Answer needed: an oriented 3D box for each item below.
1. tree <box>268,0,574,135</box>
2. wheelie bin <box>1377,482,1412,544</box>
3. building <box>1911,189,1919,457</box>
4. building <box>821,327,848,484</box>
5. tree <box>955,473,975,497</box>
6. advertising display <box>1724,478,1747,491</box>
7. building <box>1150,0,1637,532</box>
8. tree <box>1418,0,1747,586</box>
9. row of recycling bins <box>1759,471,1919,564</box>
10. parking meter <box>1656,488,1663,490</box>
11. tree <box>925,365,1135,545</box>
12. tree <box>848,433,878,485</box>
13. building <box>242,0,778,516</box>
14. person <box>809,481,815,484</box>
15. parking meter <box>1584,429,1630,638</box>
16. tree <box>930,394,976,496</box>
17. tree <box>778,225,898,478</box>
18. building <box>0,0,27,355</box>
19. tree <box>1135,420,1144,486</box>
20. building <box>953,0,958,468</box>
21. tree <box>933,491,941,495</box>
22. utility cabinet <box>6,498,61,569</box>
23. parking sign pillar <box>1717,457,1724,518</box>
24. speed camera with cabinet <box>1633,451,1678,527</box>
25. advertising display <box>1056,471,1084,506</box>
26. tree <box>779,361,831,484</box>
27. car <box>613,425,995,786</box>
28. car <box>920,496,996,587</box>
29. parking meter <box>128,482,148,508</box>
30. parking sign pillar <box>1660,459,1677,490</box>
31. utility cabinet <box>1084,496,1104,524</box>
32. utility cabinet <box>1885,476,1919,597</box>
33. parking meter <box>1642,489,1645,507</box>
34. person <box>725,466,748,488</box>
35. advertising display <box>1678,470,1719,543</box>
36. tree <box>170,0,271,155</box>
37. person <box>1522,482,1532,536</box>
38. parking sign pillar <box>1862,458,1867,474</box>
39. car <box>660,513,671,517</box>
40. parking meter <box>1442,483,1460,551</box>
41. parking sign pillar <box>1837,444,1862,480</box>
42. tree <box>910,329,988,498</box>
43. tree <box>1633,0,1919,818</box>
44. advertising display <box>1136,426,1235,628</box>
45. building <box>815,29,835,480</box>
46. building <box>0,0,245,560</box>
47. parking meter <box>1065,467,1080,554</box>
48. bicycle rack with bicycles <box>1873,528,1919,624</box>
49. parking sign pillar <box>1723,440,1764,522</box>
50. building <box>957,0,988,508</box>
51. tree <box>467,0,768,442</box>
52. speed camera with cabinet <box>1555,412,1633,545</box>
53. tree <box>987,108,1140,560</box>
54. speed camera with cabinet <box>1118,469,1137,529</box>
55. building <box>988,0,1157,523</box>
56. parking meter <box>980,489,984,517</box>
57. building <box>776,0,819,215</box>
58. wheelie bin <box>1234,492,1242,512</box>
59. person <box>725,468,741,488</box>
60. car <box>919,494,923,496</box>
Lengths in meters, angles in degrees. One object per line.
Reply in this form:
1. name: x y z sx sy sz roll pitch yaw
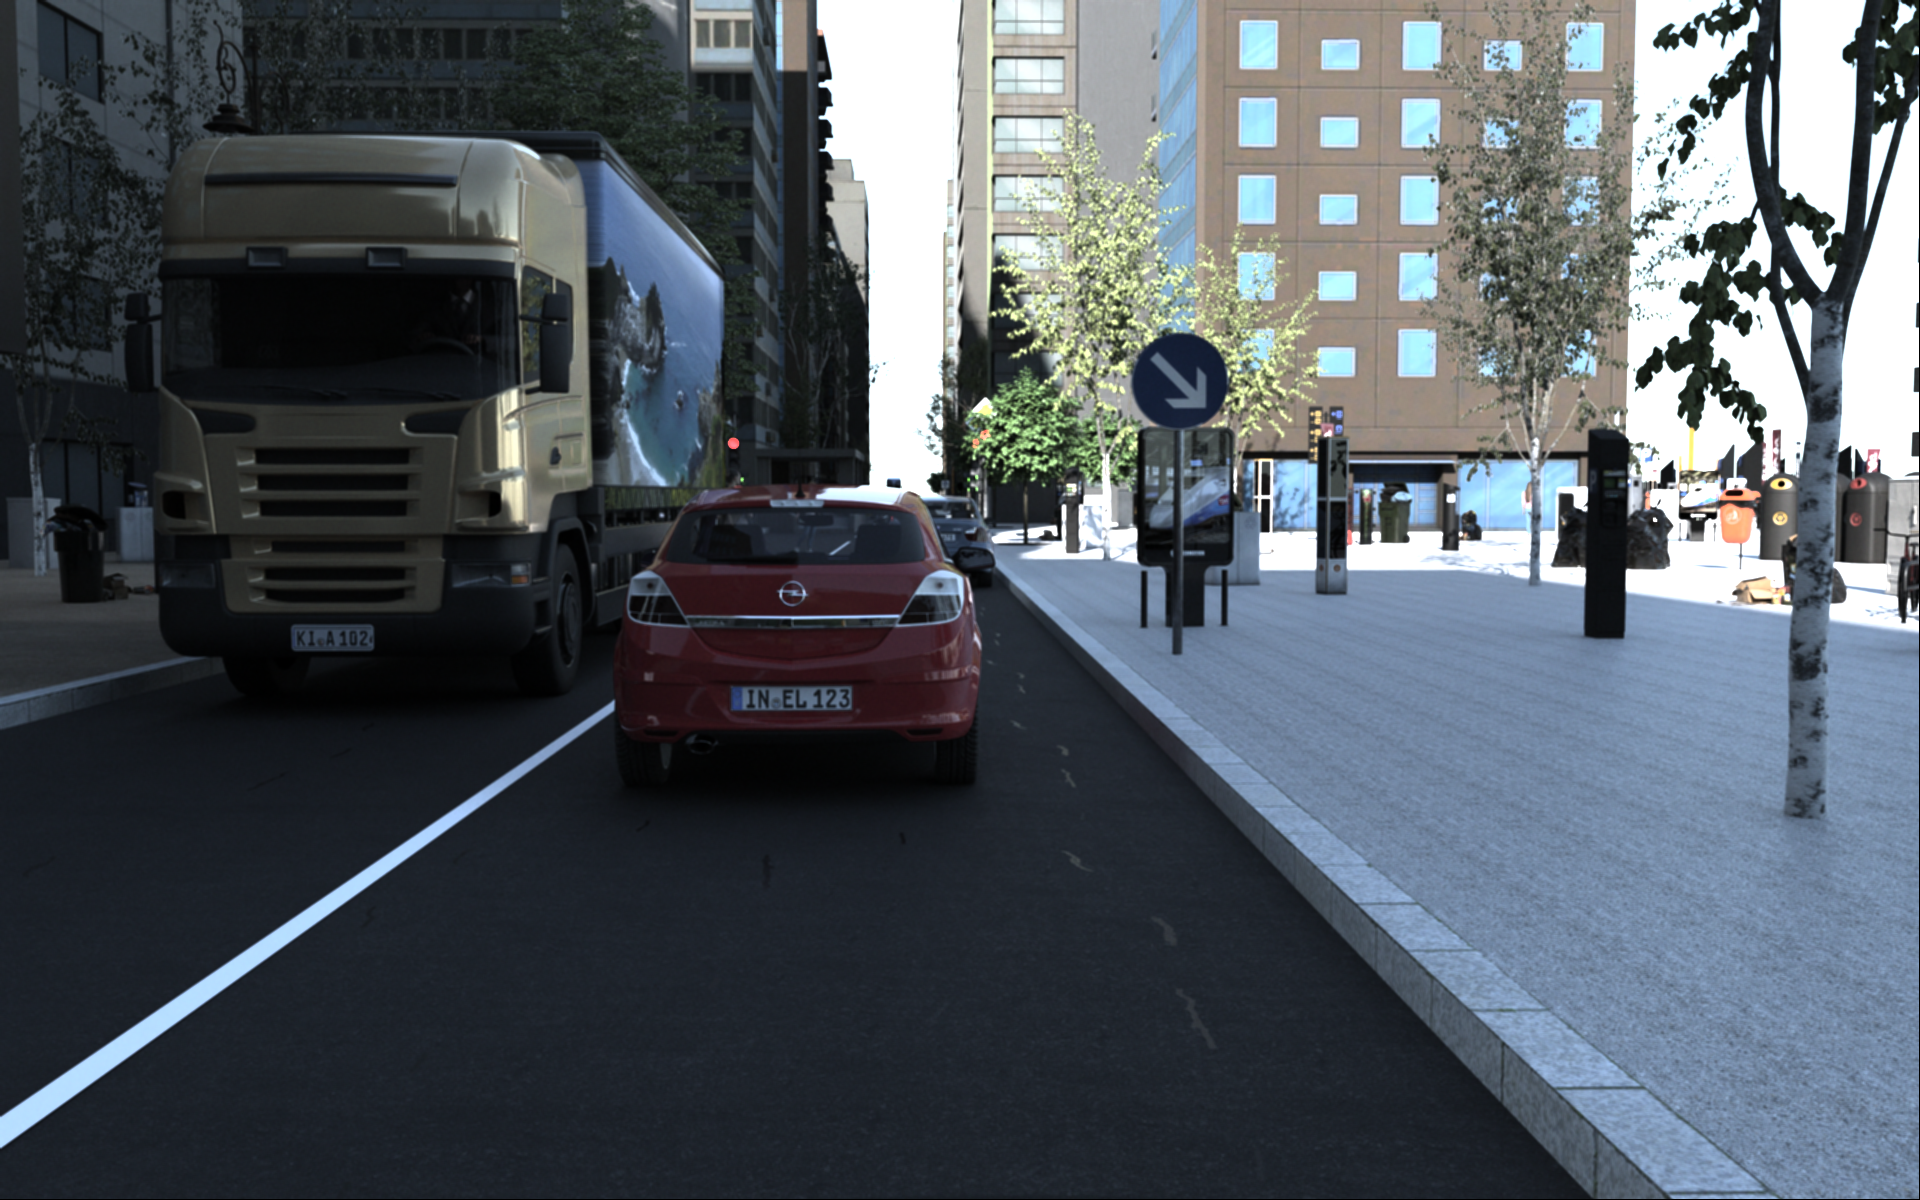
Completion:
1. tree: -7.533 -4.695 27.129 4.360 8.622 3.978 0 3 0
2. wheelie bin: 11.268 -2.260 44.866 0.693 1.594 0.980 -3 5 -43
3. building: 52.382 -27.286 69.835 21.600 48.544 21.300 0 4 -1
4. building: -26.725 -21.149 190.825 27.650 21.520 28.899 0 4 -1
5. tree: 0.116 -8.651 136.044 1.663 3.219 1.824 0 3 0
6. advertising display: 30.727 -3.879 68.635 0.974 1.923 0.123 -1 4 -16
7. building: 14.982 -25.273 63.318 14.200 45.320 14.600 0 4 -1
8. tree: 8.105 -4.491 23.796 4.360 8.622 3.978 0 3 0
9. row of recycling bins: 16.602 -1.545 32.372 1.069 1.692 3.534 -2 4 -29
10. parking meter: 29.327 -3.940 72.836 0.372 1.533 0.369 0 3 0
11. tree: 1.758 -3.677 43.841 4.285 4.588 4.351 0 3 0
12. tree: -11.839 -15.811 208.866 4.360 8.622 3.978 0 3 0
13. building: -20.196 -23.112 69.764 32.217 40.220 23.993 0 4 -1
14. person: -3.674 -1.942 40.924 0.598 1.740 0.731 2 4 28
15. parking meter: 5.776 -0.597 15.469 0.255 1.863 0.399 0 4 1
16. tree: -0.180 -10.672 124.846 4.360 8.622 3.978 0 3 0
17. tree: -10.956 -16.433 124.575 12.611 20.169 13.585 0 3 0
18. building: -16.240 -21.962 9.194 14.600 45.320 14.200 0 4 -1
19. tree: 5.300 -4.743 61.259 4.285 4.588 4.351 0 3 0
20. building: 9.775 -39.862 193.749 21.231 58.520 28.212 0 4 -1
21. tree: -3.280 -15.088 241.293 1.663 3.219 1.824 0 3 0
22. utility cabinet: -16.048 -1.155 30.049 1.020 1.237 0.306 2 4 25
23. parking sign pillar: 40.631 -6.328 91.937 1.447 3.967 1.447 -3 5 -43
24. speed camera with cabinet: 27.328 -4.542 68.596 2.038 3.252 0.660 1 4 15
25. advertising display: 3.098 -2.665 48.793 0.123 1.923 0.974 -3 5 -43
26. tree: -9.207 -8.944 96.595 4.737 8.622 4.395 0 3 0
27. car: -0.844 -0.060 10.022 2.155 1.783 4.494 0 4 -2
28. car: -0.399 -0.980 28.028 2.014 1.417 4.499 0 4 -2
29. parking meter: -17.207 -1.705 36.280 0.372 1.533 0.369 0 3 0
30. parking sign pillar: 54.278 -8.826 132.771 1.447 3.967 1.447 -1 4 -22
31. utility cabinet: 5.668 -3.826 73.721 1.020 1.237 0.306 0 4 4
32. utility cabinet: 11.799 -0.769 21.256 0.318 1.500 1.173 0 4 3
33. parking meter: 33.912 -4.762 86.271 0.372 1.533 0.369 0 3 0
34. person: -3.734 -1.294 29.022 0.648 1.900 0.474 -3 5 -42
35. advertising display: 19.580 -2.491 45.940 0.974 1.923 0.123 1 4 18
36. tree: -8.372 -4.319 20.982 4.360 8.622 3.978 0 3 0
37. person: 17.804 -2.782 53.996 0.555 1.821 0.388 2 4 32
38. parking sign pillar: 52.862 -6.915 101.539 1.447 3.967 1.447 -3 5 -42
39. car: -11.212 -2.564 54.282 4.827 1.381 2.083 0 4 -1
40. parking meter: 11.091 -1.878 39.108 0.372 1.533 0.369 0 3 0
41. parking sign pillar: 47.794 -6.464 94.159 1.447 3.967 1.447 -3 5 -42
42. tree: 0.783 -9.974 97.482 7.601 10.594 8.767 -1 4 -10
43. tree: 3.609 -3.448 6.741 4.737 8.622 4.395 0 3 0
44. advertising display: 2.177 -0.704 16.718 0.974 1.923 0.123 -1 4 -17
45. building: -23.128 -30.993 161.364 22.147 44.769 28.867 0 4 -1
46. building: -28.998 -36.560 36.011 20.611 71.187 20.563 0 4 -1
47. parking meter: 2.410 -1.920 37.099 0.255 1.863 0.399 1 4 12
48. bicycle rack with bicycles: 10.382 -0.233 17.192 2.852 0.926 2.925 3 5 41
49. parking sign pillar: 36.508 -5.599 80.021 1.447 3.967 1.447 -2 4 -28
50. building: 10.657 -32.065 147.957 21.300 48.544 21.600 0 4 -1
51. tree: -8.413 -7.441 39.782 7.486 12.596 7.792 0 3 0
52. speed camera with cabinet: 15.199 -2.899 41.730 0.660 3.252 2.038 -1 4 -15
53. tree: 2.742 -5.056 33.034 4.737 8.622 4.395 0 3 0
54. speed camera with cabinet: 6.511 -4.330 65.129 0.660 3.252 2.038 1 4 23
55. building: 8.259 -24.350 81.709 14.154 41.232 14.086 0 4 -1
56. parking meter: 1.262 -5.048 90.946 0.372 1.533 0.369 0 3 0
57. building: -18.728 -29.954 139.856 14.600 45.320 14.200 0 4 -1
58. wheelie bin: 4.127 -1.232 28.045 0.693 1.594 0.980 -1 4 -21
59. person: -2.967 -0.881 23.252 0.599 1.781 0.374 0 4 4
60. car: -2.893 -5.939 107.324 2.015 1.641 3.980 0 4 -3
